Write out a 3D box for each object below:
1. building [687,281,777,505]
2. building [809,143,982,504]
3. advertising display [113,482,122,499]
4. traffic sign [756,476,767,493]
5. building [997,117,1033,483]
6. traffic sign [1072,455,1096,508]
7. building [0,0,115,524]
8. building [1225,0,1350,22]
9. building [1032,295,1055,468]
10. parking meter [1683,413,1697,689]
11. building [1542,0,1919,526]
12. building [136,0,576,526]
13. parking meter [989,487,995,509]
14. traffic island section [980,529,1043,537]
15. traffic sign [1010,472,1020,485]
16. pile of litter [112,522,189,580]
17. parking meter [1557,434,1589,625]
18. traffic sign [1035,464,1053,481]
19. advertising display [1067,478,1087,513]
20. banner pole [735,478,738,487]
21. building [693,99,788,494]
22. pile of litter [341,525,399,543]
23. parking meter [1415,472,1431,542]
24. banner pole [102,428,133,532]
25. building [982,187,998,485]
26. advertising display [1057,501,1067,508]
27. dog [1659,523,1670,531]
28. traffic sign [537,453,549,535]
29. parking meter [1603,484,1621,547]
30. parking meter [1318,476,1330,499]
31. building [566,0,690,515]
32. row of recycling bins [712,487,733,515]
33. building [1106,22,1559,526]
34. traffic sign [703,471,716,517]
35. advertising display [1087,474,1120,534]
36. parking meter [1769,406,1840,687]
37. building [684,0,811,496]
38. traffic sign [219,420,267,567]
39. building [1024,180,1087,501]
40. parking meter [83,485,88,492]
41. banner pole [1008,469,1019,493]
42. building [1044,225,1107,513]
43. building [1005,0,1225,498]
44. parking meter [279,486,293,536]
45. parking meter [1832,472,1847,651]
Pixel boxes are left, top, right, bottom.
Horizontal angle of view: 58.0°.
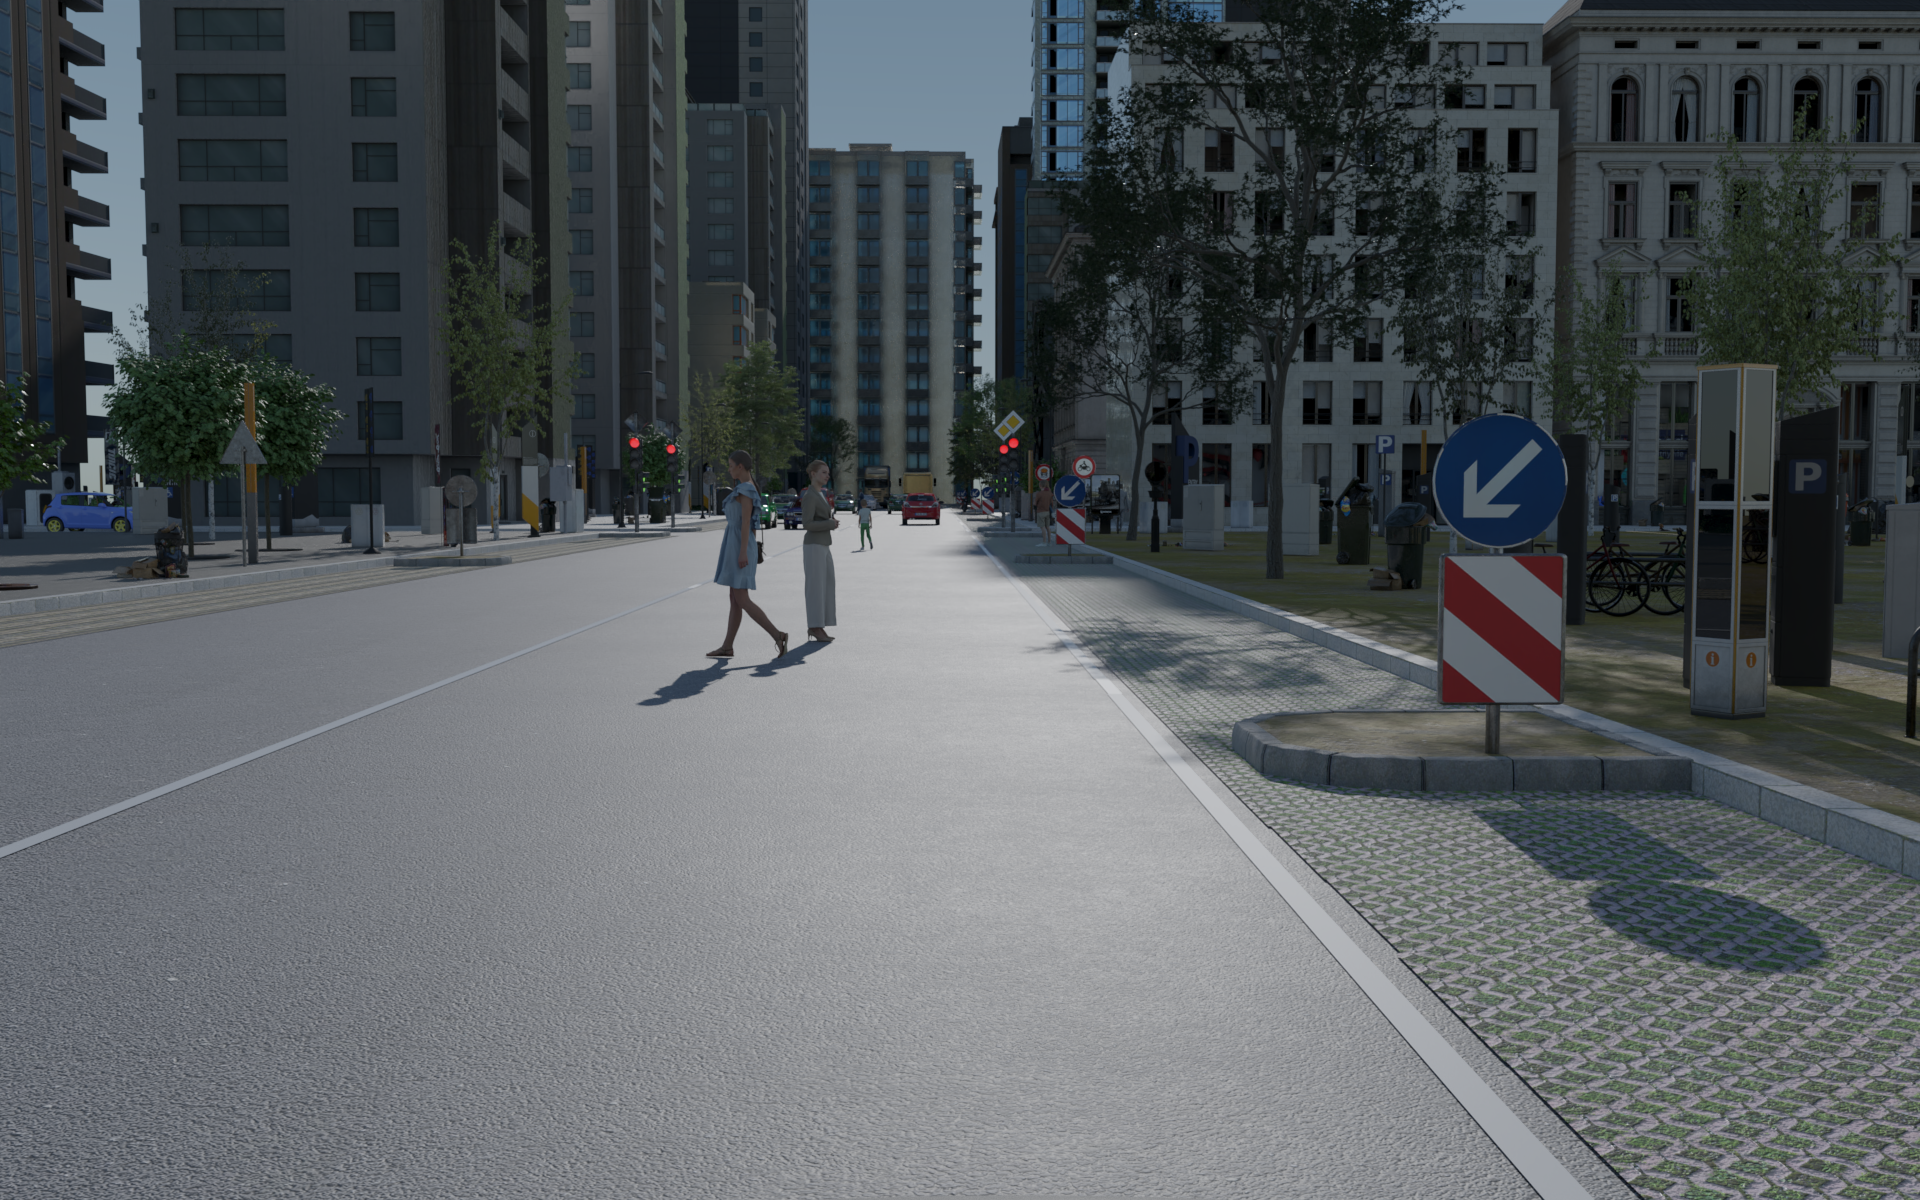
[{"bbox_3d":[-31.650,-18.988,155.498,27.650,21.520,28.899,0,4,-1],"label":"building"},{"bbox_3d":[-12.297,-37.896,239.200,30.456,49.044,23.786,0,4,-1],"label":"building"},{"bbox_3d":[-45.281,-5.374,93.080,0.123,1.923,0.974,-1,4,-9],"label":"advertising display"},{"bbox_3d":[-14.014,-7.464,122.148,0.768,2.556,0.104,0,4,5],"label":"traffic sign"},{"bbox_3d":[11.631,-34.032,206.533,14.600,45.320,14.200,0,4,-1],"label":"building"},{"bbox_3d":[4.077,-3.476,56.945,0.768,2.556,0.104,0,4,3],"label":"traffic sign"},{"bbox_3d":[-47.291,-25.961,74.568,14.200,45.320,14.600,0,4,-1],"label":"building"},{"bbox_3d":[33.111,-46.793,203.323,20.611,71.187,20.563,0,4,-1],"label":"building"},{"bbox_3d":[13.870,-16.234,132.882,16.820,18.784,16.811,0,4,-1],"label":"building"},{"bbox_3d":[4.912,-0.341,11.291,0.255,1.863,0.399,0,4,6],"label":"parking meter"},{"bbox_3d":[33.840,-15.014,74.357,19.941,23.489,11.050,0,4,-1],"label":"building"},{"bbox_3d":[-25.203,-18.526,74.598,14.160,30.474,14.107,0,4,-1],"label":"building"},{"bbox_3d":[2.558,-8.096,138.080,0.255,1.863,0.399,3,5,42],"label":"parking meter"},{"bbox_3d":[1.803,-2.197,58.201,2.009,0.180,2.903,0,4,-1],"label":"traffic island section"},{"bbox_3d":[3.001,-5.923,96.939,0.768,2.556,0.104,0,4,1],"label":"traffic sign"},{"bbox_3d":[-12.424,-0.775,26.629,1.176,0.858,1.719,-1,4,-9],"label":"pile of litter"},{"bbox_3d":[6.041,-0.696,17.086,0.255,1.863,0.399,2,4,24],"label":"parking meter"},{"bbox_3d":[3.549,-4.464,73.098,0.768,2.556,0.104,0,4,4],"label":"traffic sign"},{"bbox_3d":[4.920,-3.961,69.974,0.974,1.923,0.123,1,4,18],"label":"advertising display"},{"bbox_3d":[-14.008,-7.247,108.506,0.401,3.779,0.863,0,4,5],"label":"banner pole"},{"bbox_3d":[-25.251,-30.144,176.444,14.154,41.232,14.086,0,4,-1],"label":"building"},{"bbox_3d":[-15.712,-1.965,46.100,1.719,0.858,1.176,-3,5,-43],"label":"pile of litter"},{"bbox_3d":[12.509,-2.515,46.829,0.399,1.863,0.255,0,4,7],"label":"parking meter"},{"bbox_3d":[-28.243,-4.161,58.052,0.863,3.779,0.401,0,4,-7],"label":"banner pole"},{"bbox_3d":[17.381,-35.703,238.366,28.867,44.769,22.147,0,4,-1],"label":"building"},{"bbox_3d":[5.434,-5.097,88.543,0.974,1.923,0.123,0,4,4],"label":"advertising display"},{"bbox_3d":[25.006,-2.533,61.601,0.550,0.427,0.748,1,4,14],"label":"dog"},{"bbox_3d":[-13.042,-3.261,53.423,0.768,2.556,0.104,1,4,8],"label":"traffic sign"},{"bbox_3d":[15.775,-2.049,41.913,0.372,1.533,0.369,0,3,0],"label":"parking meter"},{"bbox_3d":[11.749,-3.073,55.948,0.255,1.863,0.399,2,4,35],"label":"parking meter"},{"bbox_3d":[-25.765,-26.279,113.253,14.154,41.232,14.086,0,4,-1],"label":"building"},{"bbox_3d":[-14.446,-6.038,105.839,1.069,1.692,3.534,-1,4,-16],"label":"row of recycling bins"},{"bbox_3d":[15.175,-13.399,73.824,16.860,20.320,10.420,0,4,-1],"label":"building"},{"bbox_3d":[-13.726,-5.790,94.778,0.768,2.556,0.104,0,4,1],"label":"traffic sign"},{"bbox_3d":[4.660,-3.083,55.623,0.974,1.923,0.123,-1,4,-9],"label":"advertising display"},{"bbox_3d":[5.638,-0.361,11.617,0.399,1.863,0.255,1,4,19],"label":"parking meter"},{"bbox_3d":[-28.459,-46.685,201.550,20.611,71.187,20.563,0,4,-1],"label":"building"},{"bbox_3d":[-12.622,-1.865,30.493,0.884,2.594,0.081,0,4,7],"label":"traffic sign"},{"bbox_3d":[12.920,-23.867,161.924,14.160,30.474,14.107,0,4,-1],"label":"building"},{"bbox_3d":[-59.143,-6.817,117.167,0.255,1.863,0.399,-2,4,-34],"label":"parking meter"},{"bbox_3d":[2.898,-6.762,100.575,0.401,3.779,0.863,2,4,25],"label":"banner pole"},{"bbox_3d":[11.168,-14.960,109.231,10.561,19.102,19.286,0,4,-1],"label":"building"},{"bbox_3d":[16.371,-53.218,182.784,22.319,86.520,31.000,0,4,-1],"label":"building"},{"bbox_3d":[-20.869,-2.764,53.598,0.372,1.533,0.369,0,3,0],"label":"parking meter"},{"bbox_3d":[6.990,-0.356,14.234,0.372,1.533,0.369,0,3,0],"label":"parking meter"}]
